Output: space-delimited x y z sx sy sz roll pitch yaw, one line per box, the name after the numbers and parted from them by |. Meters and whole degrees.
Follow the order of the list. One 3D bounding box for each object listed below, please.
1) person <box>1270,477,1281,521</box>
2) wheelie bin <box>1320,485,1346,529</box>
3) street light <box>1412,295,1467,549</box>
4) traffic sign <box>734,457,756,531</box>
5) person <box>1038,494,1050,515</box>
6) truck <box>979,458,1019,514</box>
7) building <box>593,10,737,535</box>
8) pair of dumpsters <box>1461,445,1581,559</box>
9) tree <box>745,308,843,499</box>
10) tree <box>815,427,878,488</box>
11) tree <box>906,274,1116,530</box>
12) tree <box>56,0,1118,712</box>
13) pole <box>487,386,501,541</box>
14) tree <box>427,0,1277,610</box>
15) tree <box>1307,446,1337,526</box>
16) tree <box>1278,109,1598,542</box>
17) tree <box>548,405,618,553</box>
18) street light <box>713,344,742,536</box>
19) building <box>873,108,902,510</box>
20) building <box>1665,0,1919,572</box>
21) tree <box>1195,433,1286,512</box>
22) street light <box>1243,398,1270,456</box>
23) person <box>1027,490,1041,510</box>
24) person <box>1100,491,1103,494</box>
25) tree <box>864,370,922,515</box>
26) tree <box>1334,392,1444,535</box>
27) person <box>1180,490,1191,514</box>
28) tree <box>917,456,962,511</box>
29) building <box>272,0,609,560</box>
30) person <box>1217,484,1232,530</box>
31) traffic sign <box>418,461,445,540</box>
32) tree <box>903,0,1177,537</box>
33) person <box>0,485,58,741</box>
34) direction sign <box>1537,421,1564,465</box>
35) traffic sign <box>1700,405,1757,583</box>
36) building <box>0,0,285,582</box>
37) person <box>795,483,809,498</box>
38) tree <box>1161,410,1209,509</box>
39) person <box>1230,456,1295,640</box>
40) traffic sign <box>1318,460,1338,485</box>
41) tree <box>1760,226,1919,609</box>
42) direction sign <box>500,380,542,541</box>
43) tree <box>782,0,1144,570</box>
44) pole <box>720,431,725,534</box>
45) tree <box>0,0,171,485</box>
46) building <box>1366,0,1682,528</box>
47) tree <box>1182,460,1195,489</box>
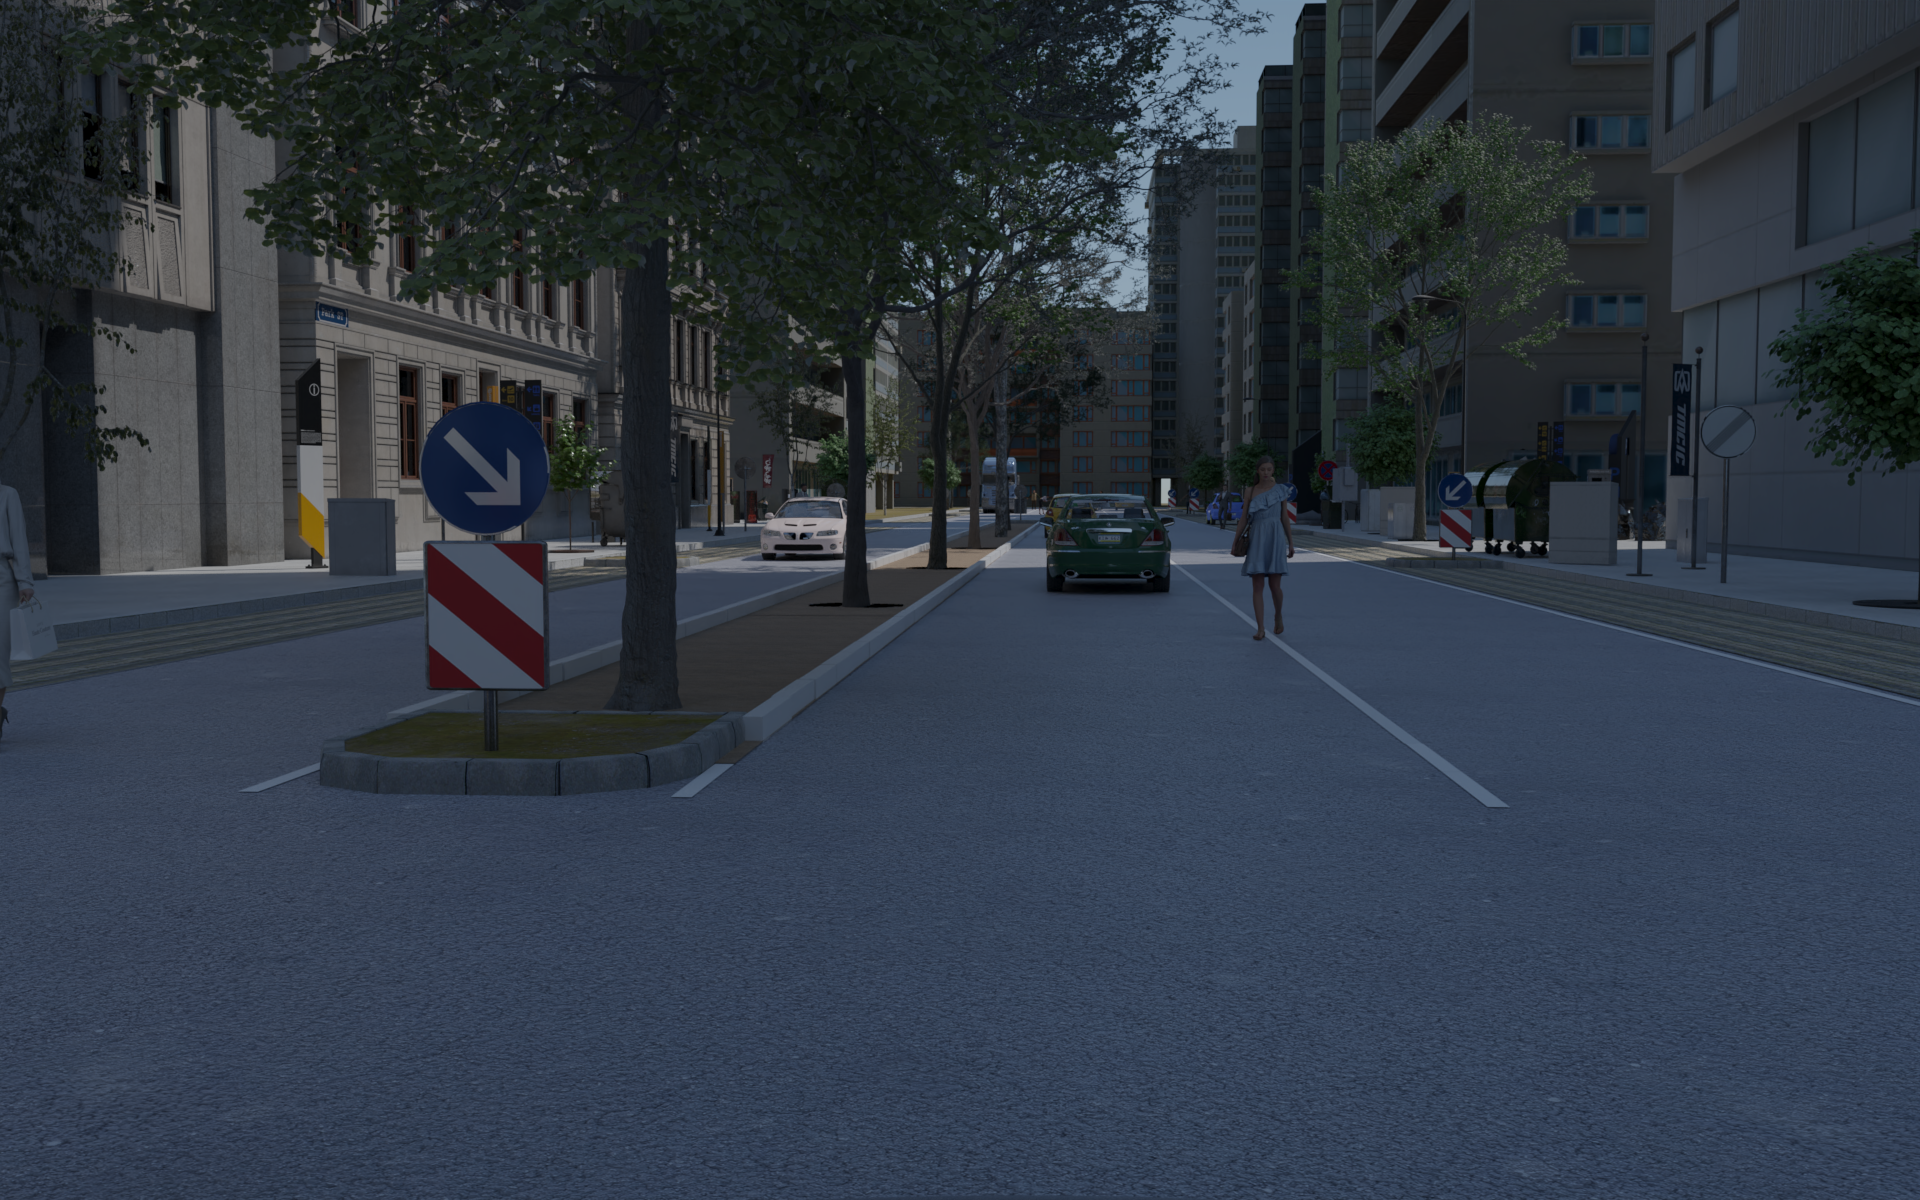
7.135 -1.907 39.704 0.581 1.822 0.654 2 4 24 | person
13.630 -3.400 63.490 0.980 1.594 0.693 -1 4 -17 | wheelie bin
11.260 -4.164 40.618 1.470 5.913 1.316 0 4 4 | street light
-7.371 -3.629 59.433 0.768 2.556 0.104 0 4 8 | traffic sign
5.839 -6.637 120.198 0.799 1.438 0.628 -2 4 -33 | person
3.303 -8.807 133.756 2.967 4.110 18.799 0 4 3 | truck
-14.823 -12.158 63.406 10.561 19.102 19.286 0 4 4 | building
11.697 -2.072 36.368 1.574 2.255 4.437 0 4 4 | pair of dumpsters
-6.562 -7.186 67.854 4.360 8.622 3.978 0 3 0 | tree
-5.612 -6.176 84.685 4.285 4.588 4.351 0 3 0 | tree
1.918 -8.015 67.914 8.767 10.594 7.601 0 4 4 | tree
-2.151 -5.565 11.576 7.486 12.596 7.792 0 3 0 | tree
-8.823 -2.383 32.800 0.158 3.312 0.155 0 3 0 | pole
-1.292 -6.637 21.340 12.009 13.543 11.850 0 3 0 | tree
14.592 -4.605 69.897 1.663 3.219 1.824 0 3 0 | tree
12.640 -7.395 46.671 9.928 11.665 9.643 0 3 0 | tree
-8.558 -2.639 37.752 1.663 3.219 1.824 0 3 0 | tree
-6.823 -4.906 52.753 1.470 5.913 1.316 0 4 4 | street light
-17.303 -27.613 143.350 23.993 40.220 32.217 0 4 4 | building
27.861 -26.621 24.486 27.495 52.752 28.713 0 4 4 | building
15.619 -6.642 92.314 4.285 4.588 4.351 0 3 0 | tree
14.318 -6.785 83.471 1.470 5.913 1.316 0 4 4 | street light
6.789 -9.195 158.926 1.348 1.812 0.705 0 4 -1 | person
12.623 -8.966 155.915 0.721 1.723 1.217 -1 4 -22 | person
-4.429 -9.390 103.894 4.737 8.622 4.395 0 3 0 | tree
13.684 -4.376 55.269 4.285 4.588 4.351 0 3 0 | tree
15.346 -6.565 116.560 1.217 1.735 0.721 -2 4 -27 | person
-1.467 -10.175 150.082 4.285 4.588 4.351 0 3 0 | tree
-16.798 -12.664 43.208 11.583 22.565 21.152 0 4 4 | building
10.624 -3.737 69.567 0.622 1.834 0.822 1 4 19 | person
-8.869 -1.815 29.686 0.884 2.594 0.081 1 4 9 | traffic sign
0.209 -12.182 57.529 12.611 20.169 13.585 0 3 0 | tree
-5.443 -0.054 9.734 0.694 1.780 0.624 0 4 5 | person
18.459 -3.805 54.202 0.379 3.537 0.876 -3 5 -44 | direction sign
10.989 -1.513 24.851 0.768 2.556 0.104 1 4 10 | traffic sign
-19.496 -12.514 22.627 12.078 24.808 19.932 0 4 4 | building
-5.271 -3.011 58.006 0.850 1.792 0.678 3 4 38 | person
19.479 -12.083 147.923 4.360 8.622 3.978 0 3 0 | tree
3.019 -0.530 17.258 0.616 1.811 0.778 1 4 22 | person
13.913 -4.002 65.534 0.768 2.556 0.104 0 4 6 | traffic sign
11.037 -2.207 19.796 4.285 4.588 4.351 0 3 0 | tree
-8.705 -2.594 34.414 0.876 3.537 0.379 1 4 11 | direction sign
-0.321 -6.373 32.405 9.928 11.665 9.643 0 3 0 | tree
-7.706 -3.801 55.992 0.158 3.312 0.155 0 3 0 | pole
-10.468 -4.171 18.553 4.360 8.622 3.978 0 3 0 | tree
28.836 -27.184 68.168 21.300 48.544 21.600 0 4 4 | building
18.030 -8.746 126.713 4.285 4.588 4.351 0 3 0 | tree
